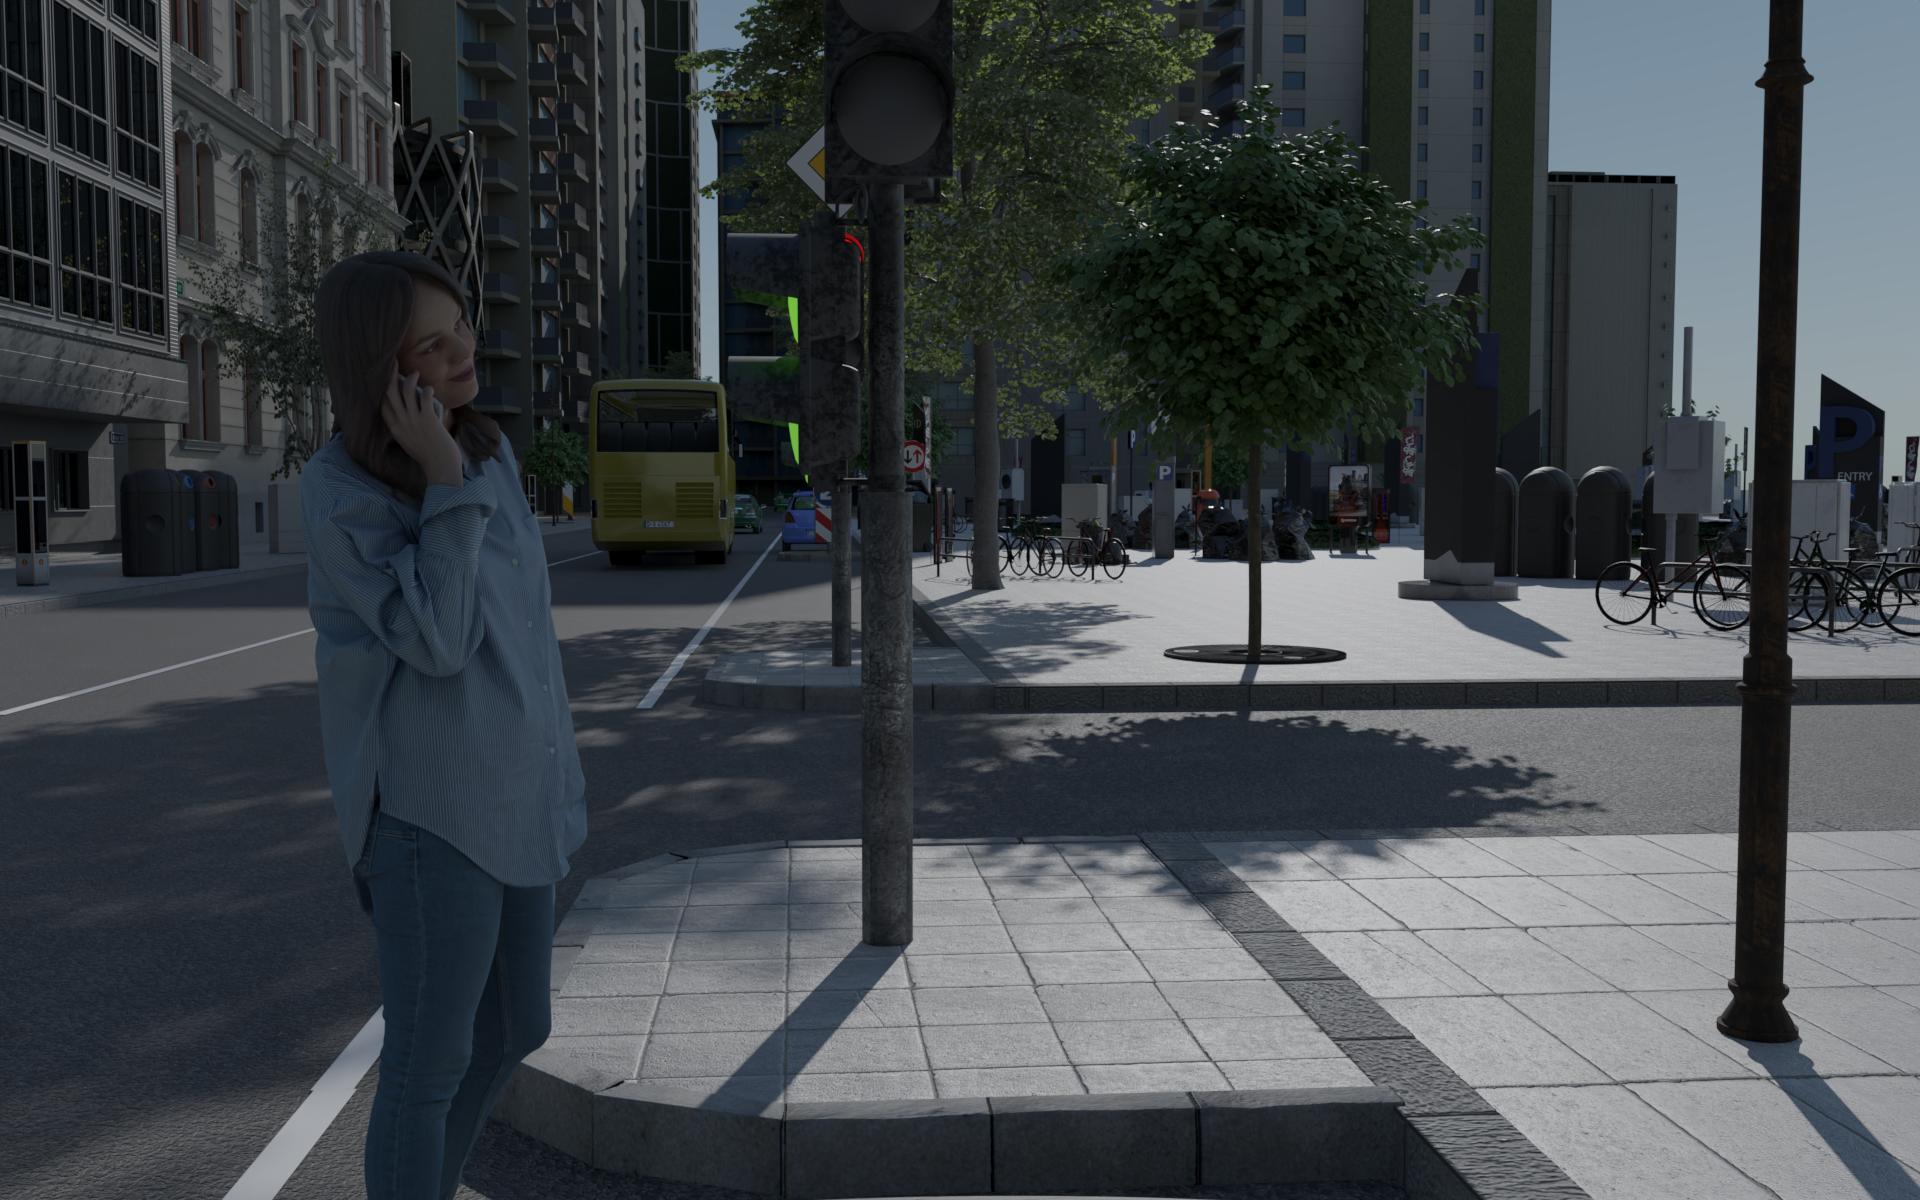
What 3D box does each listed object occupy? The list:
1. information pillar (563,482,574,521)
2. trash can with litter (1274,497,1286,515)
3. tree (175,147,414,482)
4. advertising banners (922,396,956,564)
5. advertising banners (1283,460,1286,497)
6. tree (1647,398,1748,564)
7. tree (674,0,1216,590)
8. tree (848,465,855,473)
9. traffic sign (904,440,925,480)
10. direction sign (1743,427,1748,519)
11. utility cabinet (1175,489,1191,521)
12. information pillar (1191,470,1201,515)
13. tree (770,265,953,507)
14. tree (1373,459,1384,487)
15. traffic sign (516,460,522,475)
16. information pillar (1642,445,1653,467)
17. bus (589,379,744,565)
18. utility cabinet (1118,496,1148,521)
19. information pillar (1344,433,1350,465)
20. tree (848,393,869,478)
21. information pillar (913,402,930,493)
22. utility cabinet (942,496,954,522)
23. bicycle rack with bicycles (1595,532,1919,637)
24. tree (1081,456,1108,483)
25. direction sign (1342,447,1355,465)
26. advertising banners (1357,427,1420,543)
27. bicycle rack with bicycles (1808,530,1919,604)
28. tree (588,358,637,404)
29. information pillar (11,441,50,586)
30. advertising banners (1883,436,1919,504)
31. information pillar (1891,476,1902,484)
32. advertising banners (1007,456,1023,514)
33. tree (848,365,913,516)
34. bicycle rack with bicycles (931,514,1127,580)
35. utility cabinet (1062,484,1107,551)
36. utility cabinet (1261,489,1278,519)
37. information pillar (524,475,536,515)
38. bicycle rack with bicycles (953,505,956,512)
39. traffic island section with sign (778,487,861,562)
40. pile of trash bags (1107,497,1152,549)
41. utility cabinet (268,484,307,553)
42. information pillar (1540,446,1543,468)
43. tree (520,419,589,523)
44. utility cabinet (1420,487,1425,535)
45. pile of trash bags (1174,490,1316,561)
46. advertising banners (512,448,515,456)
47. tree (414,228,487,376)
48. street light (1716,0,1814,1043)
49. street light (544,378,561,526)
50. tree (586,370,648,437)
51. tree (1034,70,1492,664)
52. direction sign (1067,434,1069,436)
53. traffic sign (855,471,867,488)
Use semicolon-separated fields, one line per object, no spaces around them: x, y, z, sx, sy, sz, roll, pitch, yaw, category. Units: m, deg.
-18.915;-5.638;83.533;0.504;3.616;0.183;-2;4;-29;information pillar
12.947;-3.477;68.236;1.055;1.170;0.624;-2;4;-28;trash can with litter
-13.774;-5.241;36.047;4.360;8.622;3.978;0;3;0;tree
-0.398;-2.188;31.958;0.090;3.025;2.074;1;4;15;advertising banners
15.104;-5.166;80.646;0.090;3.025;2.074;1;4;13;advertising banners
13.252;-2.274;31.786;1.663;3.219;1.824;0;3;0;tree
0.011;-6.402;22.801;7.486;12.596;7.792;0;3;0;tree
-8.220;-10.595;123.584;4.360;8.622;3.978;0;3;0;tree
-1.126;-2.517;41.264;0.768;2.556;0.104;0;4;3;traffic sign
26.598;-4.079;58.697;0.379;3.537;0.876;2;4;31;direction sign
9.088;-3.845;71.551;1.173;1.500;0.318;-2;4;-33;utility cabinet
7.276;-2.993;53.431;0.304;2.012;0.304;0;4;7;information pillar
-5.241;-11.278;91.047;9.857;13.997;8.962;0;3;0;tree
20.690;-5.343;81.953;1.663;3.219;1.824;0;3;0;tree
-16.136;-3.802;62.265;0.768;2.556;0.104;0;4;3;traffic sign
32.508;-5.536;81.872;0.504;3.616;0.183;3;4;38;information pillar
-6.265;-2.842;38.018;2.896;3.916;12.252;0;4;-7;bus
5.724;-2.819;57.250;1.020;1.237;0.306;-2;4;-31;utility cabinet
14.249;-4.433;63.832;0.183;3.616;0.504;0;4;-6;information pillar
-1.752;-3.956;48.389;4.285;4.588;4.351;0;3;0;tree
-0.979;-3.208;43.798;0.504;3.616;0.183;2;4;33;information pillar
-0.653;-3.805;73.372;0.306;1.237;1.020;-2;4;-31;utility cabinet
8.017;-0.194;16.559;2.852;0.926;2.925;-2;4;-34;bicycle rack with bicycles
7.166;-5.754;88.676;1.663;3.219;1.824;0;3;0;tree
18.679;-5.589;83.377;0.876;3.537;0.379;-2;4;-33;direction sign
10.905;-2.981;44.921;2.074;3.025;0.090;0;4;-4;advertising banners
12.709;-0.492;21.432;2.925;0.926;2.852;-3;4;-36;bicycle rack with bicycles
-18.238;-8.804;94.315;4.360;8.622;3.978;0;3;0;tree
-12.958;-1.203;24.156;0.304;2.012;0.304;1;4;14;information pillar
28.467;-3.470;52.922;0.090;3.025;2.074;-1;4;-14;advertising banners
37.241;-3.939;68.892;0.304;2.012;0.304;-3;4;-39;information pillar
2.131;-5.185;80.955;2.074;3.025;0.090;3;5;43;advertising banners
-3.989;-8.001;81.178;4.737;8.622;4.395;0;3;0;tree
0.884;-0.805;26.552;2.852;0.926;2.925;-1;4;-23;bicycle rack with bicycles
2.705;-1.767;37.571;0.318;1.500;1.173;-3;4;-37;utility cabinet
14.121;-4.376;80.225;1.173;1.500;0.318;0;4;-5;utility cabinet
-16.528;-3.800;66.623;0.304;2.012;0.304;3;5;44;information pillar
-0.854;-2.675;57.112;2.925;0.926;2.852;-1;4;-21;bicycle rack with bicycles
-2.957;-1.771;37.592;1.989;1.847;2.006;0;4;-5;traffic island section with sign
4.009;-1.881;40.512;3.447;1.369;1.912;-2;4;-34;pile of trash bags
-14.386;-1.761;37.468;0.318;1.500;1.173;2;4;28;utility cabinet
28.517;-5.729;85.031;0.183;3.616;0.504;1;4;14;information pillar
-17.691;-5.654;76.151;4.285;4.588;4.351;0;3;0;tree
14.444;-2.762;53.832;0.318;1.500;1.173;1;4;14;utility cabinet
5.624;-1.534;34.834;1.912;1.369;3.447;-1;4;-20;pile of trash bags
-17.769;-4.239;65.493;2.074;3.025;0.090;1;4;9;advertising banners
-14.421;-5.773;44.756;4.360;8.622;3.978;0;3;0;tree
1.902;-1.906;3.953;0.468;5.910;1.993;0;4;-5;street light
-16.259;-5.896;69.182;0.468;5.910;1.993;0;4;-5;street light
-19.725;-9.271;101.945;4.737;8.622;4.395;0;3;0;tree
2.294;-1.833;13.688;4.285;4.588;4.351;0;3;0;tree
3.878;-4.441;64.613;0.379;3.537;0.876;2;4;29;direction sign
-4.820;-5.225;85.532;0.768;2.556;0.104;0;4;0;traffic sign
